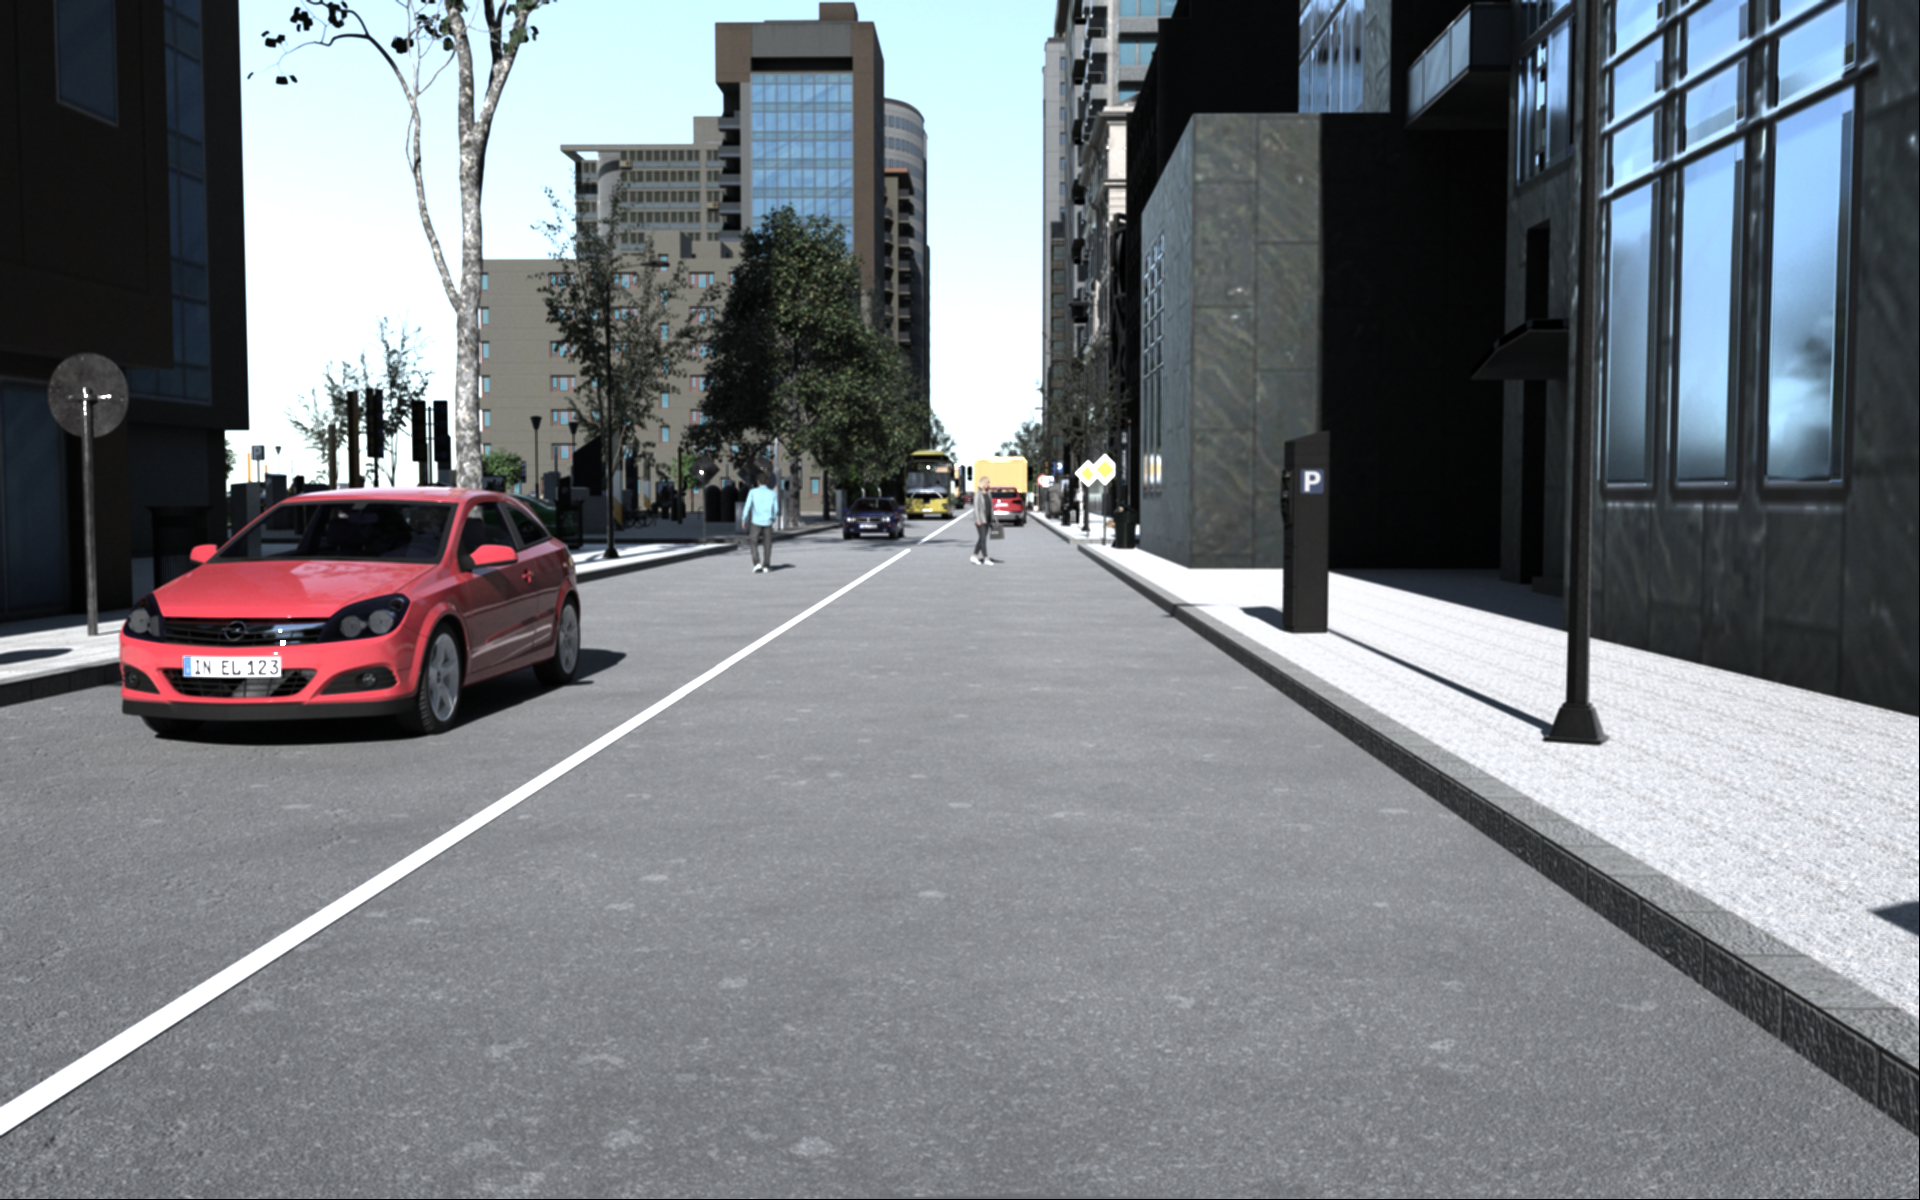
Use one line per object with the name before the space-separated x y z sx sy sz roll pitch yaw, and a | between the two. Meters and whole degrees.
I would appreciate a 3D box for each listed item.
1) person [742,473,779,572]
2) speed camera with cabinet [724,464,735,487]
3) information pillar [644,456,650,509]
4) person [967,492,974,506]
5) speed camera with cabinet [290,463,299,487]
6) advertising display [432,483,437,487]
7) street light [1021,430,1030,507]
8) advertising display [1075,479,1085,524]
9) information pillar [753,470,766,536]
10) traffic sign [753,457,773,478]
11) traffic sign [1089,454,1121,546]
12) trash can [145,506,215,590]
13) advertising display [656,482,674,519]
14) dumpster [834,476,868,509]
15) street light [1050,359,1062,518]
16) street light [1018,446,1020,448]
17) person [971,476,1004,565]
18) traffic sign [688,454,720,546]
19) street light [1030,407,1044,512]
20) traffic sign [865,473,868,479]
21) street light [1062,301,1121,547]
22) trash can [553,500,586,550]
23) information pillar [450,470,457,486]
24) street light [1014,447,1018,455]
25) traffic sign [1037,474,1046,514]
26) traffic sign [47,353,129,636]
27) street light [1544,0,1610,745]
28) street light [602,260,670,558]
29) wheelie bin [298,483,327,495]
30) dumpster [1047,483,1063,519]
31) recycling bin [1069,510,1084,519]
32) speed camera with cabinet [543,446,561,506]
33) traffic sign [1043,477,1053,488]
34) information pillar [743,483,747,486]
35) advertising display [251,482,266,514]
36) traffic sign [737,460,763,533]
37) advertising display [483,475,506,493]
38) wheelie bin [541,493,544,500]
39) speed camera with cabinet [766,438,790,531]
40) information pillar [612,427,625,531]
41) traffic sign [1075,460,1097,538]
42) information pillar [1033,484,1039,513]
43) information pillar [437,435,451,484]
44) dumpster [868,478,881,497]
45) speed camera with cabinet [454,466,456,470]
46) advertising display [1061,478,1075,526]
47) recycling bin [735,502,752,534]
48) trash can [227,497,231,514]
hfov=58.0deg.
person | -3.649 -1.421 31.755 0.660 1.820 0.620 -1 4 -19
speed camera with cabinet | -15.280 -7.254 112.946 0.660 3.252 2.038 1 4 16
information pillar | -19.270 -7.053 106.677 0.504 3.616 0.183 2 4 35
person | 1.474 -12.645 215.954 1.217 1.735 0.721 1 4 11
speed camera with cabinet | -43.321 -7.158 111.368 2.038 3.252 0.660 0 4 3
advertising display | -29.781 -5.749 99.209 0.123 1.923 0.974 2 4 35
street light | 5.327 -9.381 125.924 1.470 5.913 1.316 0 4 1
advertising display | 5.179 -4.293 75.402 0.123 1.923 0.974 3 5 40
information pillar | -6.165 -2.985 53.292 0.304 2.012 0.304 -3 4 -38
traffic sign | -6.826 -3.653 59.830 0.768 2.556 0.104 0 4 2
traffic sign | 3.582 -2.398 42.847 0.795 2.450 0.064 0 4 1
trash can | -9.179 -0.536 20.417 0.748 1.137 0.748 0 3 0
advertising display | -15.150 -5.125 89.005 0.974 1.923 0.123 -2 4 -32
dumpster | -5.843 -5.451 91.614 1.502 2.255 1.985 0 4 1
street light | 3.810 -5.332 59.719 1.470 5.913 1.316 0 4 1
street light | 5.474 -9.976 135.644 1.470 5.913 1.316 0 4 1
person | 0.517 -1.631 35.351 0.728 1.800 0.709 3 5 45
traffic sign | -6.359 -2.412 43.083 0.795 2.450 0.064 0 4 1
street light | 4.650 -7.358 92.837 1.470 5.913 1.316 0 4 1
traffic sign | -5.729 -6.456 105.555 0.884 2.594 0.081 0 4 5
street light | 3.293 -4.239 41.844 1.470 5.913 1.316 0 4 1
trash can | -9.065 -1.745 40.191 0.748 1.137 0.748 0 3 0
information pillar | -15.199 -2.929 52.377 0.304 2.012 0.304 2 4 32
street light | 6.203 -11.998 168.715 1.470 5.913 1.316 0 4 1
traffic sign | 5.357 -6.836 111.879 0.768 2.556 0.104 0 4 8
traffic sign | -7.866 -0.950 15.633 0.768 2.556 0.104 0 4 5
street light | 2.673 -2.222 8.866 1.470 5.913 1.316 0 4 1
street light | -6.469 -3.796 34.600 1.470 5.913 1.316 0 4 1
wheelie bin | -19.207 -2.667 51.506 0.980 1.594 0.693 -2 4 -26
dumpster | 5.078 -5.063 88.536 1.264 1.857 1.865 0 4 1
recycling bin | 6.139 -4.748 90.180 0.722 1.027 0.722 -3 4 -37
speed camera with cabinet | -16.848 -4.763 72.218 0.660 3.252 2.038 0 4 1
traffic sign | 5.112 -6.008 100.365 0.606 2.300 0.079 0 4 7
information pillar | -14.551 -6.854 116.555 0.304 2.012 0.304 1 4 22
advertising display | -36.927 -5.270 91.373 0.974 1.923 0.123 -2 4 -28
traffic sign | -6.186 -2.901 51.067 0.795 2.450 0.064 0 4 1
advertising display | -16.084 -3.324 59.554 0.974 1.923 0.123 1 4 10
wheelie bin | -29.250 -7.037 122.956 0.980 1.594 0.693 -1 4 -17
speed camera with cabinet | -6.605 -4.118 61.661 0.660 3.252 2.038 0 4 3
information pillar | -11.977 -4.228 60.475 0.504 3.616 0.183 3 4 36
traffic sign | 3.756 -2.886 50.831 0.795 2.450 0.064 0 4 1
information pillar | 5.301 -7.084 120.321 0.304 2.012 0.304 2 4 26
information pillar | -17.372 -4.096 58.318 0.504 3.616 0.183 -3 5 -40
dumpster | -5.556 -6.233 104.408 1.502 2.255 1.985 0 4 1
speed camera with cabinet | -35.690 -7.813 122.071 0.660 3.252 2.038 -1 4 -9
advertising display | 4.265 -3.933 69.512 0.123 1.923 0.974 -1 4 -17
recycling bin | -6.705 -2.621 55.401 0.722 1.027 0.722 -3 5 -41
trash can | -32.168 -3.974 76.627 0.748 1.137 0.748 0 3 0
